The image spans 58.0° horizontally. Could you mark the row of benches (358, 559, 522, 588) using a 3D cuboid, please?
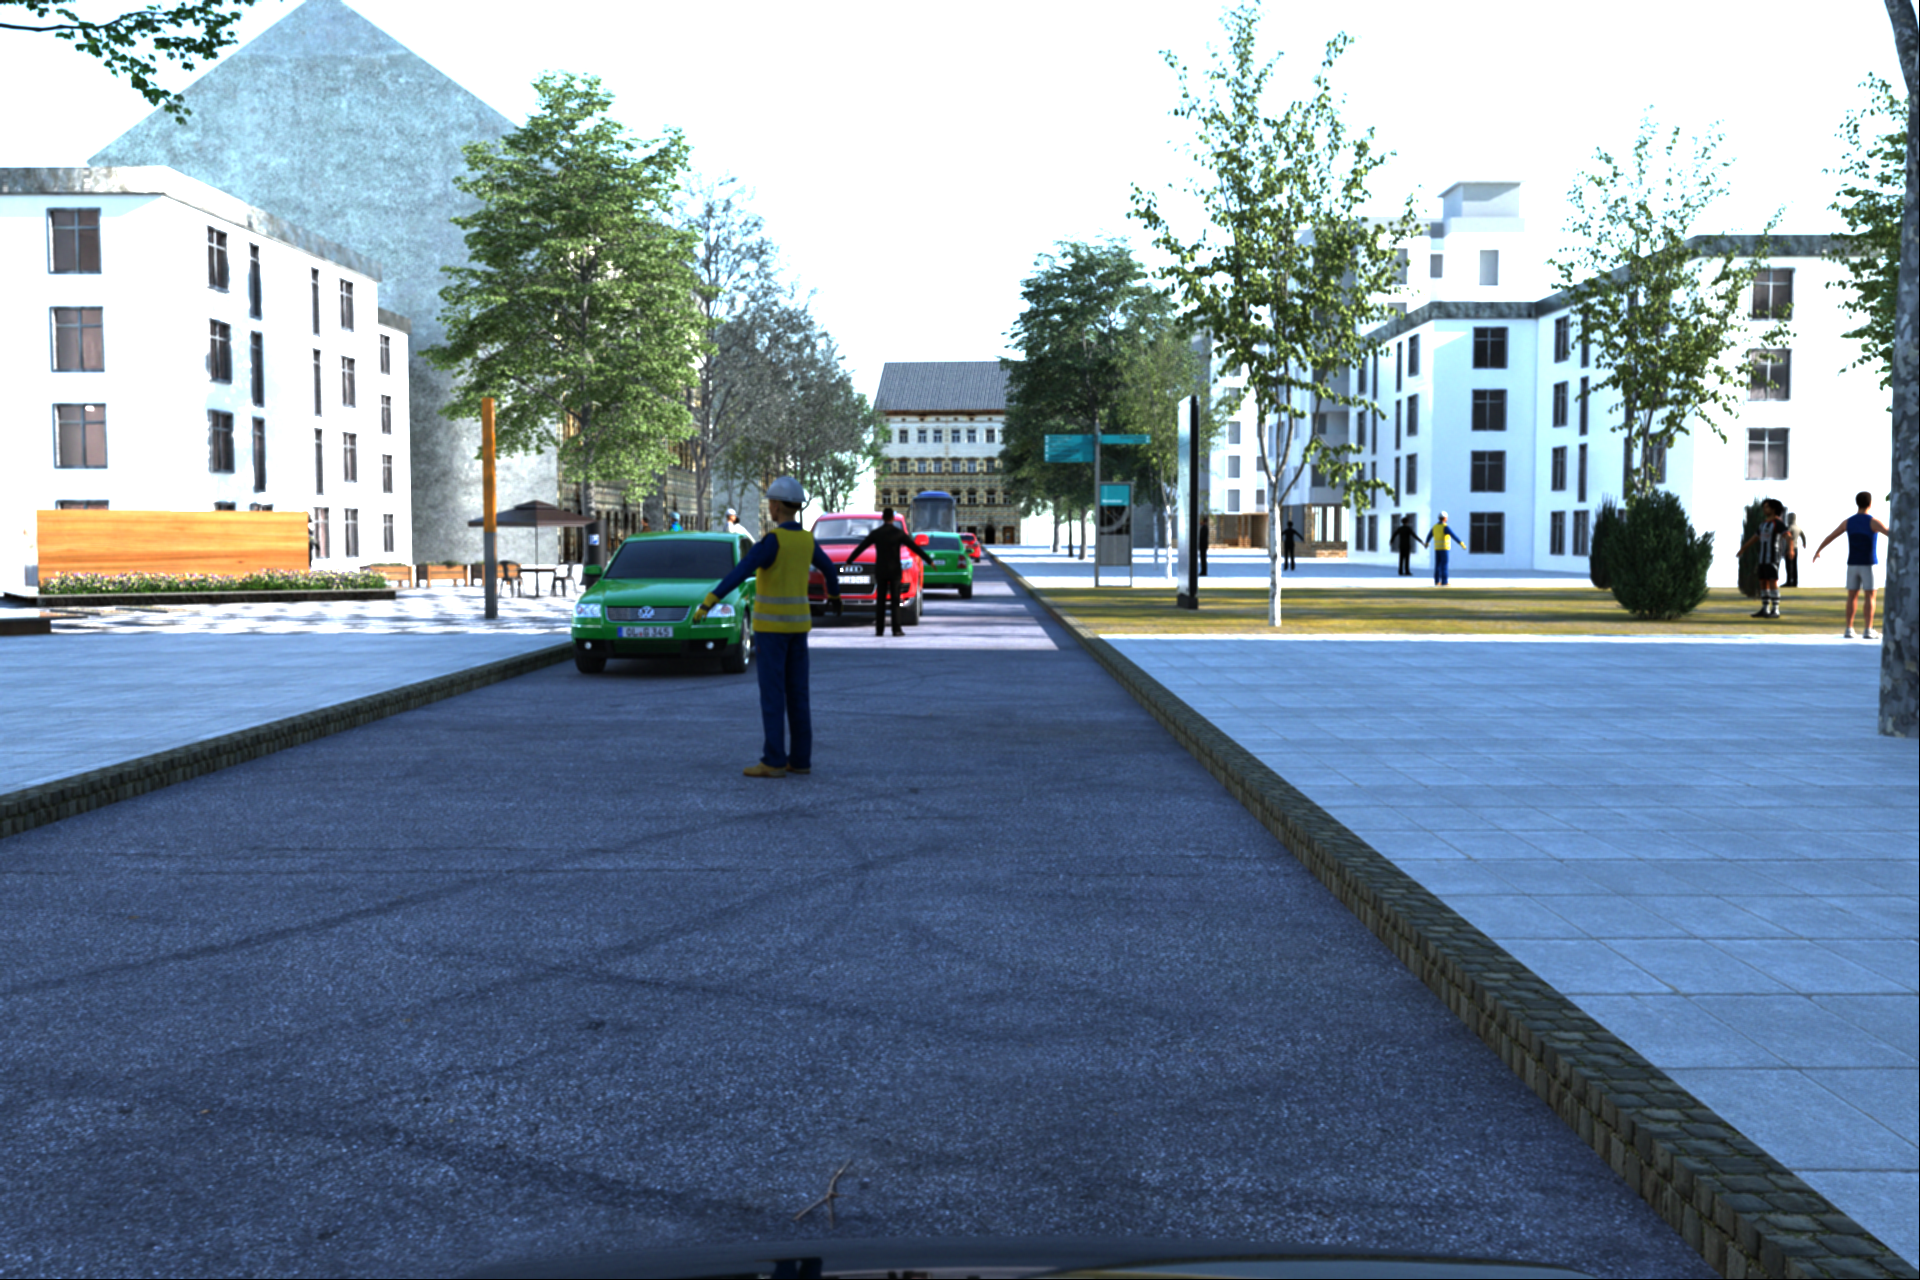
[{"bbox_3d":[-12.570,-1.609,41.764,4.104,0.672,1.422,-3,5,-44],"label":"row of benches"}]

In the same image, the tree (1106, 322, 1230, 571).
[{"bbox_3d":[7.015,-6.717,60.191,4.737,8.622,4.395,0,3,0],"label":"tree"}]

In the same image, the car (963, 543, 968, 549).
[{"bbox_3d":[-0.662,-4.158,80.347,2.083,1.381,4.827,0,4,-1],"label":"car"}]

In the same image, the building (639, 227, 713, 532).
[{"bbox_3d":[-24.993,-16.492,100.573,19.493,23.208,18.063,0,4,-1],"label":"building"}]

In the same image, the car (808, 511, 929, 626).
[{"bbox_3d":[-1.652,-1.230,28.788,2.281,1.827,5.304,0,4,0],"label":"car"}]

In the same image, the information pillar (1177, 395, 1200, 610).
[{"bbox_3d":[3.971,-2.375,30.152,0.184,3.620,1.656,0,4,0],"label":"information pillar"}]

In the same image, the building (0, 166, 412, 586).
[{"bbox_3d":[-22.431,-6.830,53.822,9.099,9.664,28.070,0,4,1],"label":"building"}]

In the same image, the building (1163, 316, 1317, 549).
[{"bbox_3d":[23.751,-18.419,157.578,16.016,20.090,11.380,0,3,0],"label":"building"}]

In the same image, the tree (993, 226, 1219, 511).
[{"bbox_3d":[6.217,-10.114,72.025,9.857,13.997,8.962,0,3,0],"label":"tree"}]

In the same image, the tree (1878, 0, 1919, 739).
[{"bbox_3d":[7.539,-9.433,10.114,12.611,20.169,13.585,0,3,0],"label":"tree"}]

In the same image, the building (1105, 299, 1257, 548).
[{"bbox_3d":[24.043,-20.753,170.242,19.493,23.208,18.063,0,4,1],"label":"building"}]

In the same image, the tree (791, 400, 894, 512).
[{"bbox_3d":[-8.765,-12.376,128.096,9.928,11.665,9.643,0,3,0],"label":"tree"}]

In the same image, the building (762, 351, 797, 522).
[{"bbox_3d":[-27.236,-19.324,182.401,16.747,18.905,31.486,0,4,1],"label":"building"}]

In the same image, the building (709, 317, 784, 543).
[{"bbox_3d":[-26.016,-19.821,155.008,19.493,23.208,18.063,0,4,1],"label":"building"}]

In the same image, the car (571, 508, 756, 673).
[{"bbox_3d":[-3.058,-0.639,19.249,1.959,1.807,4.718,0,4,1],"label":"car"}]

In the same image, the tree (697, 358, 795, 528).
[{"bbox_3d":[-9.346,-7.401,71.363,4.360,8.622,3.978,0,3,0],"label":"tree"}]

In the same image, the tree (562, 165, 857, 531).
[{"bbox_3d":[-8.634,-9.012,57.714,12.009,13.543,11.850,0,3,0],"label":"tree"}]

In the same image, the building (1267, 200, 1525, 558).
[{"bbox_3d":[23.941,-15.184,104.673,16.016,20.090,11.380,0,4,0],"label":"building"}]

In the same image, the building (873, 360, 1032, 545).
[{"bbox_3d":[-0.590,-23.534,218.169,18.063,23.208,19.493,0,4,6],"label":"building"}]

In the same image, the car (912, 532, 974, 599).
[{"bbox_3d":[-0.642,-1.896,39.791,1.959,1.807,4.718,0,4,-1],"label":"car"}]

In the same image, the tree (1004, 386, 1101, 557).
[{"bbox_3d":[5.858,-9.872,95.821,7.601,10.594,8.767,-2,4,-28],"label":"tree"}]

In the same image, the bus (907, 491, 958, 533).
[{"bbox_3d":[-1.471,-6.828,103.186,2.896,3.916,12.251,0,4,1],"label":"bus"}]

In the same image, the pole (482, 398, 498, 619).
[{"bbox_3d":[-7.068,-1.969,26.033,0.158,3.312,0.155,0,3,0],"label":"pole"}]

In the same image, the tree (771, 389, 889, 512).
[{"bbox_3d":[-8.408,-11.313,110.727,9.928,11.665,9.643,0,3,0],"label":"tree"}]

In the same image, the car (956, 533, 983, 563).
[{"bbox_3d":[0.091,-4.811,87.692,2.155,1.783,4.494,0,4,-1],"label":"car"}]

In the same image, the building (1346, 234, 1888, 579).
[{"bbox_3d":[21.498,-7.372,62.686,9.099,9.664,28.070,0,4,0],"label":"building"}]

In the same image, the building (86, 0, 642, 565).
[{"bbox_3d":[-25.634,-15.197,79.394,19.493,23.208,18.063,0,3,0],"label":"building"}]

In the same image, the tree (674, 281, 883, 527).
[{"bbox_3d":[-8.876,-10.611,83.856,12.009,13.543,11.850,0,3,0],"label":"tree"}]

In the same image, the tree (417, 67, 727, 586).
[{"bbox_3d":[-9.512,-7.654,43.277,7.486,12.596,7.792,0,3,0],"label":"tree"}]

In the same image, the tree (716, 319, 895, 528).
[{"bbox_3d":[-8.817,-11.409,96.910,12.009,13.543,11.850,0,3,0],"label":"tree"}]
